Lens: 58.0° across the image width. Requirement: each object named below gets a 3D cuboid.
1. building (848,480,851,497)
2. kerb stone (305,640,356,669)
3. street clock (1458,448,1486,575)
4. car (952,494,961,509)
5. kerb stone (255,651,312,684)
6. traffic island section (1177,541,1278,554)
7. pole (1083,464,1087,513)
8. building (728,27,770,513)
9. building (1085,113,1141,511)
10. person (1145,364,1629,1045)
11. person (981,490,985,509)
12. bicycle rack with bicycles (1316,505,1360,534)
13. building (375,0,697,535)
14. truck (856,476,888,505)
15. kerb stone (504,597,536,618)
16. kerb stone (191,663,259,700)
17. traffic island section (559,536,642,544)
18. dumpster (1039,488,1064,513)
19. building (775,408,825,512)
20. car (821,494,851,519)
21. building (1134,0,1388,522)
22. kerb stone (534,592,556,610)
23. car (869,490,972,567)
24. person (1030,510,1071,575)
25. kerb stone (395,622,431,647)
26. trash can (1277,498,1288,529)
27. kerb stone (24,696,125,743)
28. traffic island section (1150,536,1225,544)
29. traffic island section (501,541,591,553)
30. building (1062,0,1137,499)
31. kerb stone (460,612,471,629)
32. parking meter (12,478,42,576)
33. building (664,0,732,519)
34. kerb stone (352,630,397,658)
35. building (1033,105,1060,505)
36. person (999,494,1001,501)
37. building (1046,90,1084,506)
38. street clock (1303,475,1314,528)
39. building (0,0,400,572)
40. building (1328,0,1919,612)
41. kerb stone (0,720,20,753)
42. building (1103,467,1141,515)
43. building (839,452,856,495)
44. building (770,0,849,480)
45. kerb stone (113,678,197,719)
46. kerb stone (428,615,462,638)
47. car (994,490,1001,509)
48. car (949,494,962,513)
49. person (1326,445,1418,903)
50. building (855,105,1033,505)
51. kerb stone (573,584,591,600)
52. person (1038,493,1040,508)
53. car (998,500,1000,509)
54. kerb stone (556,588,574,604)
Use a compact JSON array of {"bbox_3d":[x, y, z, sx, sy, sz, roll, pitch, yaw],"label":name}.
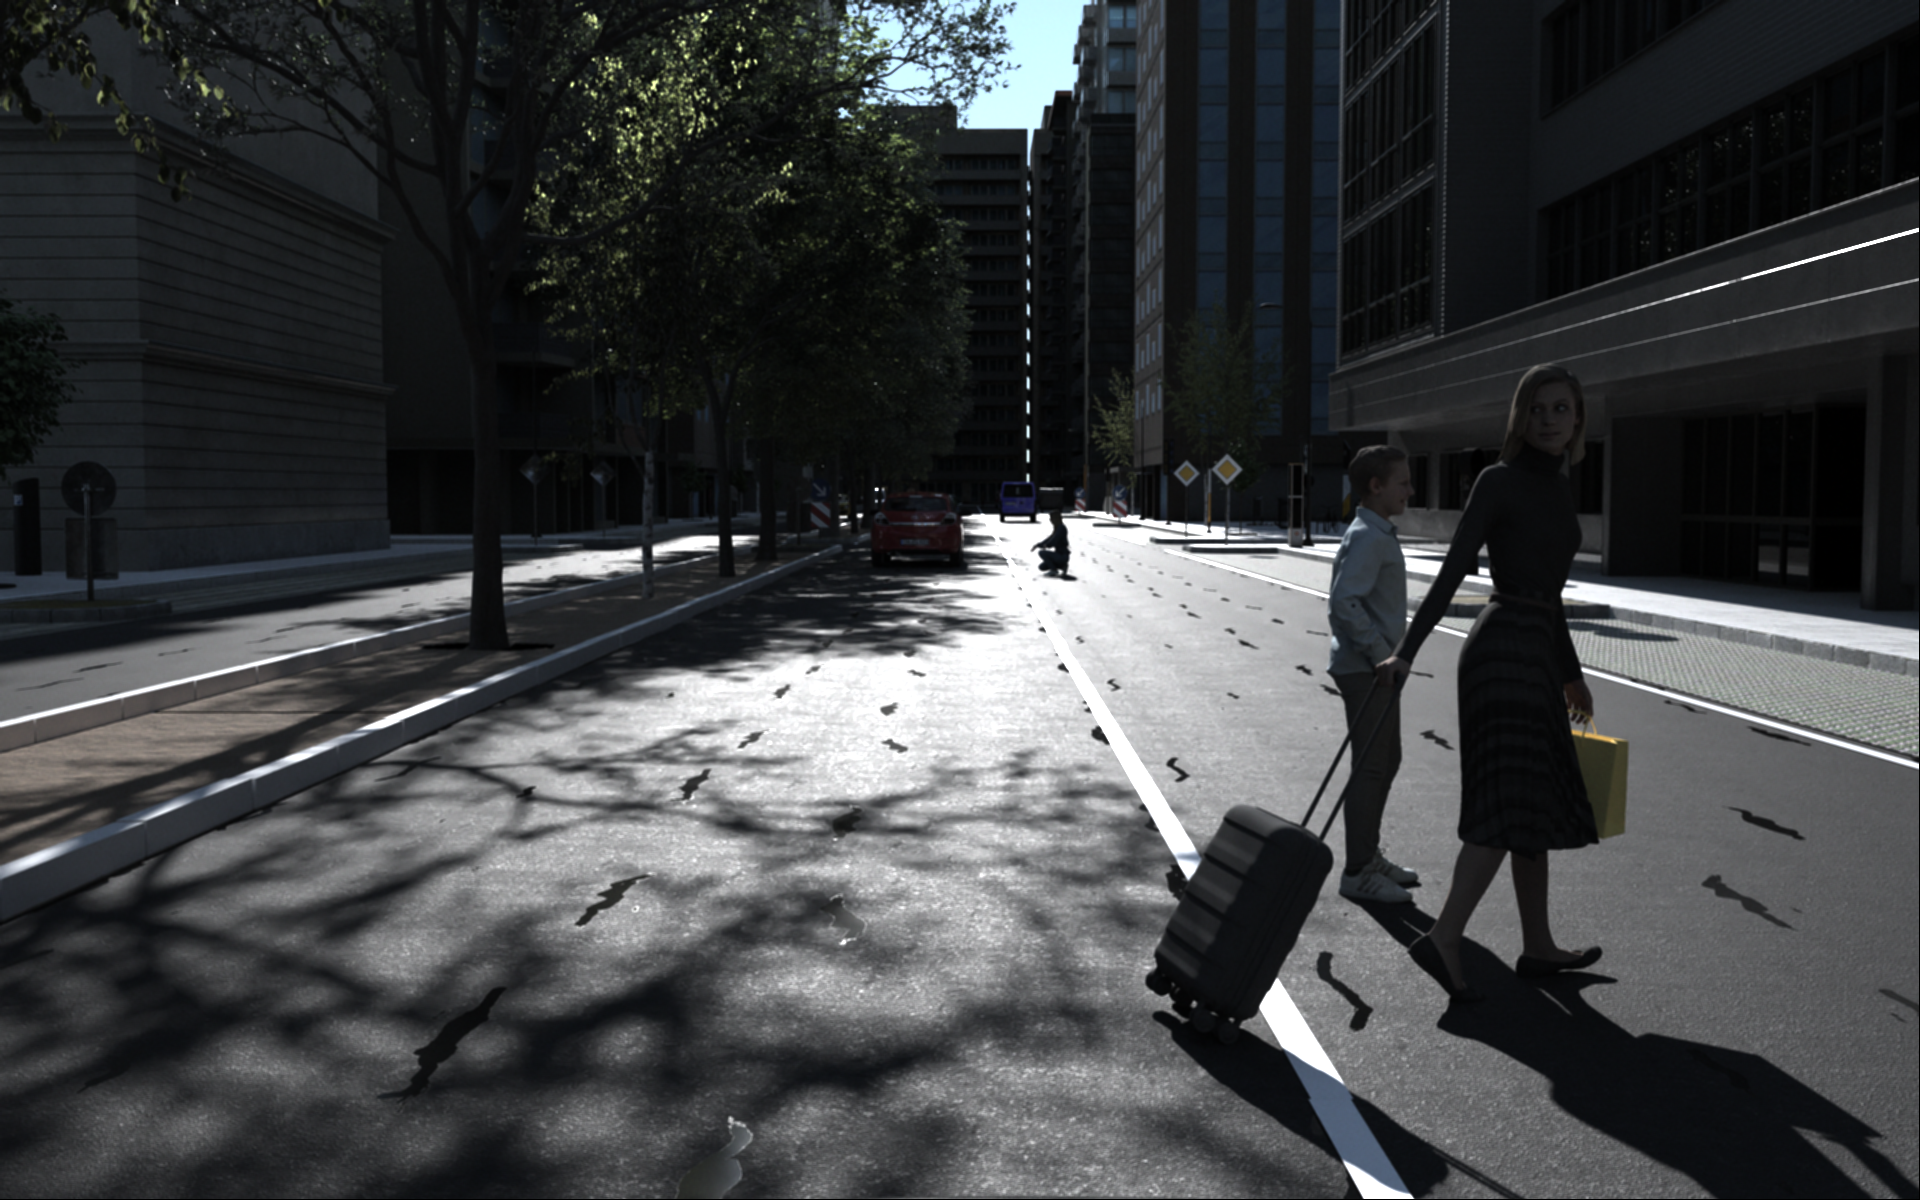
[{"bbox_3d":[-25.272,-32.579,224.546,23.993,40.220,32.217,0,4,0],"label":"building"},{"bbox_3d":[-5.313,0.472,14.498,0.120,0.150,1.000,0,4,0],"label":"kerb stone"},{"bbox_3d":[8.133,-1.405,27.547,0.471,2.002,0.358,-3,5,-42],"label":"street clock"},{"bbox_3d":[-0.973,-9.522,167.486,2.131,1.459,4.920,0,4,1],"label":"car"},{"bbox_3d":[-5.316,0.535,13.477,0.120,0.150,1.000,0,4,0],"label":"kerb stone"},{"bbox_3d":[6.606,-1.257,42.839,2.009,0.180,2.903,0,4,0],"label":"traffic island section"},{"bbox_3d":[8.569,-7.628,118.560,0.158,3.312,0.155,0,3,0],"label":"pole"},{"bbox_3d":[-20.510,-26.572,118.048,14.154,41.232,14.086,0,4,0],"label":"building"},{"bbox_3d":[16.622,-22.204,134.741,14.160,30.474,14.107,0,4,0],"label":"building"},{"bbox_3d":[1.268,0.232,4.920,1.509,1.804,0.699,-1,4,-12],"label":"person"},{"bbox_3d":[2.270,-9.814,169.055,0.705,1.812,1.348,0,4,-3],"label":"person"},{"bbox_3d":[12.871,-2.652,56.745,2.852,0.926,2.925,1,4,20],"label":"bicycle rack with bicycles"},{"bbox_3d":[-22.468,-25.183,66.370,22.147,44.769,28.867,0,4,0],"label":"building"},{"bbox_3d":[-6.725,-9.050,143.889,3.469,3.379,9.791,0,4,0],"label":"truck"},{"bbox_3d":[-5.273,0.095,20.644,0.120,0.150,1.000,0,4,0],"label":"kerb stone"},{"bbox_3d":[-5.324,0.598,12.445,0.120,0.150,1.000,0,4,0],"label":"kerb stone"},{"bbox_3d":[-10.488,-1.752,50.929,2.009,0.180,2.903,0,4,0],"label":"traffic island section"},{"bbox_3d":[6.785,-7.368,128.675,1.865,1.857,1.264,0,4,0],"label":"dumpster"},{"bbox_3d":[-25.246,-18.079,140.635,27.650,21.520,28.899,0,4,0],"label":"building"},{"bbox_3d":[-7.213,-5.619,102.094,2.015,1.641,3.980,0,4,-1],"label":"car"},{"bbox_3d":[16.269,-26.628,85.485,14.600,45.320,14.200,0,4,0],"label":"building"},{"bbox_3d":[-5.268,0.032,21.666,0.120,0.150,1.000,0,4,0],"label":"kerb stone"},{"bbox_3d":[-0.837,-1.626,35.633,2.155,1.783,4.494,0,4,1],"label":"car"},{"bbox_3d":[1.594,-1.015,30.600,0.738,1.151,1.012,0,4,4],"label":"person"},{"bbox_3d":[-5.293,0.345,16.551,0.120,0.150,1.000,0,4,0],"label":"kerb stone"},{"bbox_3d":[11.989,-3.176,63.586,0.748,1.137,0.748,0,3,0],"label":"trash can"},{"bbox_3d":[-5.334,0.722,10.393,0.120,0.150,1.000,0,4,0],"label":"kerb stone"},{"bbox_3d":[6.653,-1.746,50.824,2.009,0.180,2.903,0,4,0],"label":"traffic island section"},{"bbox_3d":[-10.535,-1.264,42.944,2.009,0.180,2.903,0,4,0],"label":"traffic island section"},{"bbox_3d":[21.673,-32.858,156.834,23.786,49.044,30.456,0,4,0],"label":"building"},{"bbox_3d":[-5.285,0.224,18.596,0.120,0.150,1.000,0,4,0],"label":"kerb stone"},{"bbox_3d":[-14.726,-1.158,27.338,0.372,1.533,0.369,0,3,0],"label":"parking meter"},{"bbox_3d":[-20.656,-27.261,95.822,14.600,45.320,14.200,0,4,0],"label":"building"},{"bbox_3d":[-5.302,0.408,15.530,0.120,0.150,1.000,0,4,0],"label":"kerb stone"},{"bbox_3d":[19.425,-36.434,219.399,21.600,48.544,21.300,0,4,0],"label":"building"},{"bbox_3d":[2.801,-6.285,112.104,0.563,1.720,0.643,-1,4,-18],"label":"person"},{"bbox_3d":[20.622,-32.535,186.577,22.147,44.769,28.867,0,4,0],"label":"building"},{"bbox_3d":[13.105,-3.715,65.306,0.358,2.002,0.471,-2,4,-33],"label":"street clock"},{"bbox_3d":[-30.284,-13.189,34.728,34.723,24.649,14.460,0,4,0],"label":"building"},{"bbox_3d":[15.831,-12.704,26.775,14.314,24.678,30.058,0,4,0],"label":"building"},{"bbox_3d":[-5.337,0.784,9.371,0.120,0.150,1.000,0,4,0],"label":"kerb stone"},{"bbox_3d":[26.056,-25.734,112.630,32.217,40.220,23.993,0,4,0],"label":"building"},{"bbox_3d":[-18.909,-31.288,195.150,14.086,41.232,14.154,0,4,0],"label":"building"},{"bbox_3d":[-25.784,-35.388,167.829,28.713,52.752,27.495,0,4,0],"label":"building"},{"bbox_3d":[-5.330,0.659,11.418,0.120,0.150,1.000,0,4,0],"label":"kerb stone"},{"bbox_3d":[-5.288,0.283,17.573,0.120,0.150,1.000,0,4,0],"label":"kerb stone"},{"bbox_3d":[4.477,-9.965,171.597,2.281,1.827,5.304,0,4,1],"label":"car"},{"bbox_3d":[-0.954,-4.363,83.132,2.131,1.459,4.920,0,4,0],"label":"car"},{"bbox_3d":[1.474,0.253,6.171,0.330,1.601,0.589,2,4,27],"label":"person"},{"bbox_3d":[-2.310,-36.438,219.460,21.600,48.544,21.300,0,4,0],"label":"building"},{"bbox_3d":[-5.255,-0.093,23.713,0.120,0.150,1.000,0,4,0],"label":"kerb stone"},{"bbox_3d":[7.531,-9.378,161.823,0.705,1.826,1.348,-2,4,-35],"label":"person"},{"bbox_3d":[4.533,-9.207,162.332,2.131,1.459,4.920,0,4,-2],"label":"car"},{"bbox_3d":[-5.263,-0.026,22.692,0.120,0.150,1.000,0,4,0],"label":"kerb stone"}]
